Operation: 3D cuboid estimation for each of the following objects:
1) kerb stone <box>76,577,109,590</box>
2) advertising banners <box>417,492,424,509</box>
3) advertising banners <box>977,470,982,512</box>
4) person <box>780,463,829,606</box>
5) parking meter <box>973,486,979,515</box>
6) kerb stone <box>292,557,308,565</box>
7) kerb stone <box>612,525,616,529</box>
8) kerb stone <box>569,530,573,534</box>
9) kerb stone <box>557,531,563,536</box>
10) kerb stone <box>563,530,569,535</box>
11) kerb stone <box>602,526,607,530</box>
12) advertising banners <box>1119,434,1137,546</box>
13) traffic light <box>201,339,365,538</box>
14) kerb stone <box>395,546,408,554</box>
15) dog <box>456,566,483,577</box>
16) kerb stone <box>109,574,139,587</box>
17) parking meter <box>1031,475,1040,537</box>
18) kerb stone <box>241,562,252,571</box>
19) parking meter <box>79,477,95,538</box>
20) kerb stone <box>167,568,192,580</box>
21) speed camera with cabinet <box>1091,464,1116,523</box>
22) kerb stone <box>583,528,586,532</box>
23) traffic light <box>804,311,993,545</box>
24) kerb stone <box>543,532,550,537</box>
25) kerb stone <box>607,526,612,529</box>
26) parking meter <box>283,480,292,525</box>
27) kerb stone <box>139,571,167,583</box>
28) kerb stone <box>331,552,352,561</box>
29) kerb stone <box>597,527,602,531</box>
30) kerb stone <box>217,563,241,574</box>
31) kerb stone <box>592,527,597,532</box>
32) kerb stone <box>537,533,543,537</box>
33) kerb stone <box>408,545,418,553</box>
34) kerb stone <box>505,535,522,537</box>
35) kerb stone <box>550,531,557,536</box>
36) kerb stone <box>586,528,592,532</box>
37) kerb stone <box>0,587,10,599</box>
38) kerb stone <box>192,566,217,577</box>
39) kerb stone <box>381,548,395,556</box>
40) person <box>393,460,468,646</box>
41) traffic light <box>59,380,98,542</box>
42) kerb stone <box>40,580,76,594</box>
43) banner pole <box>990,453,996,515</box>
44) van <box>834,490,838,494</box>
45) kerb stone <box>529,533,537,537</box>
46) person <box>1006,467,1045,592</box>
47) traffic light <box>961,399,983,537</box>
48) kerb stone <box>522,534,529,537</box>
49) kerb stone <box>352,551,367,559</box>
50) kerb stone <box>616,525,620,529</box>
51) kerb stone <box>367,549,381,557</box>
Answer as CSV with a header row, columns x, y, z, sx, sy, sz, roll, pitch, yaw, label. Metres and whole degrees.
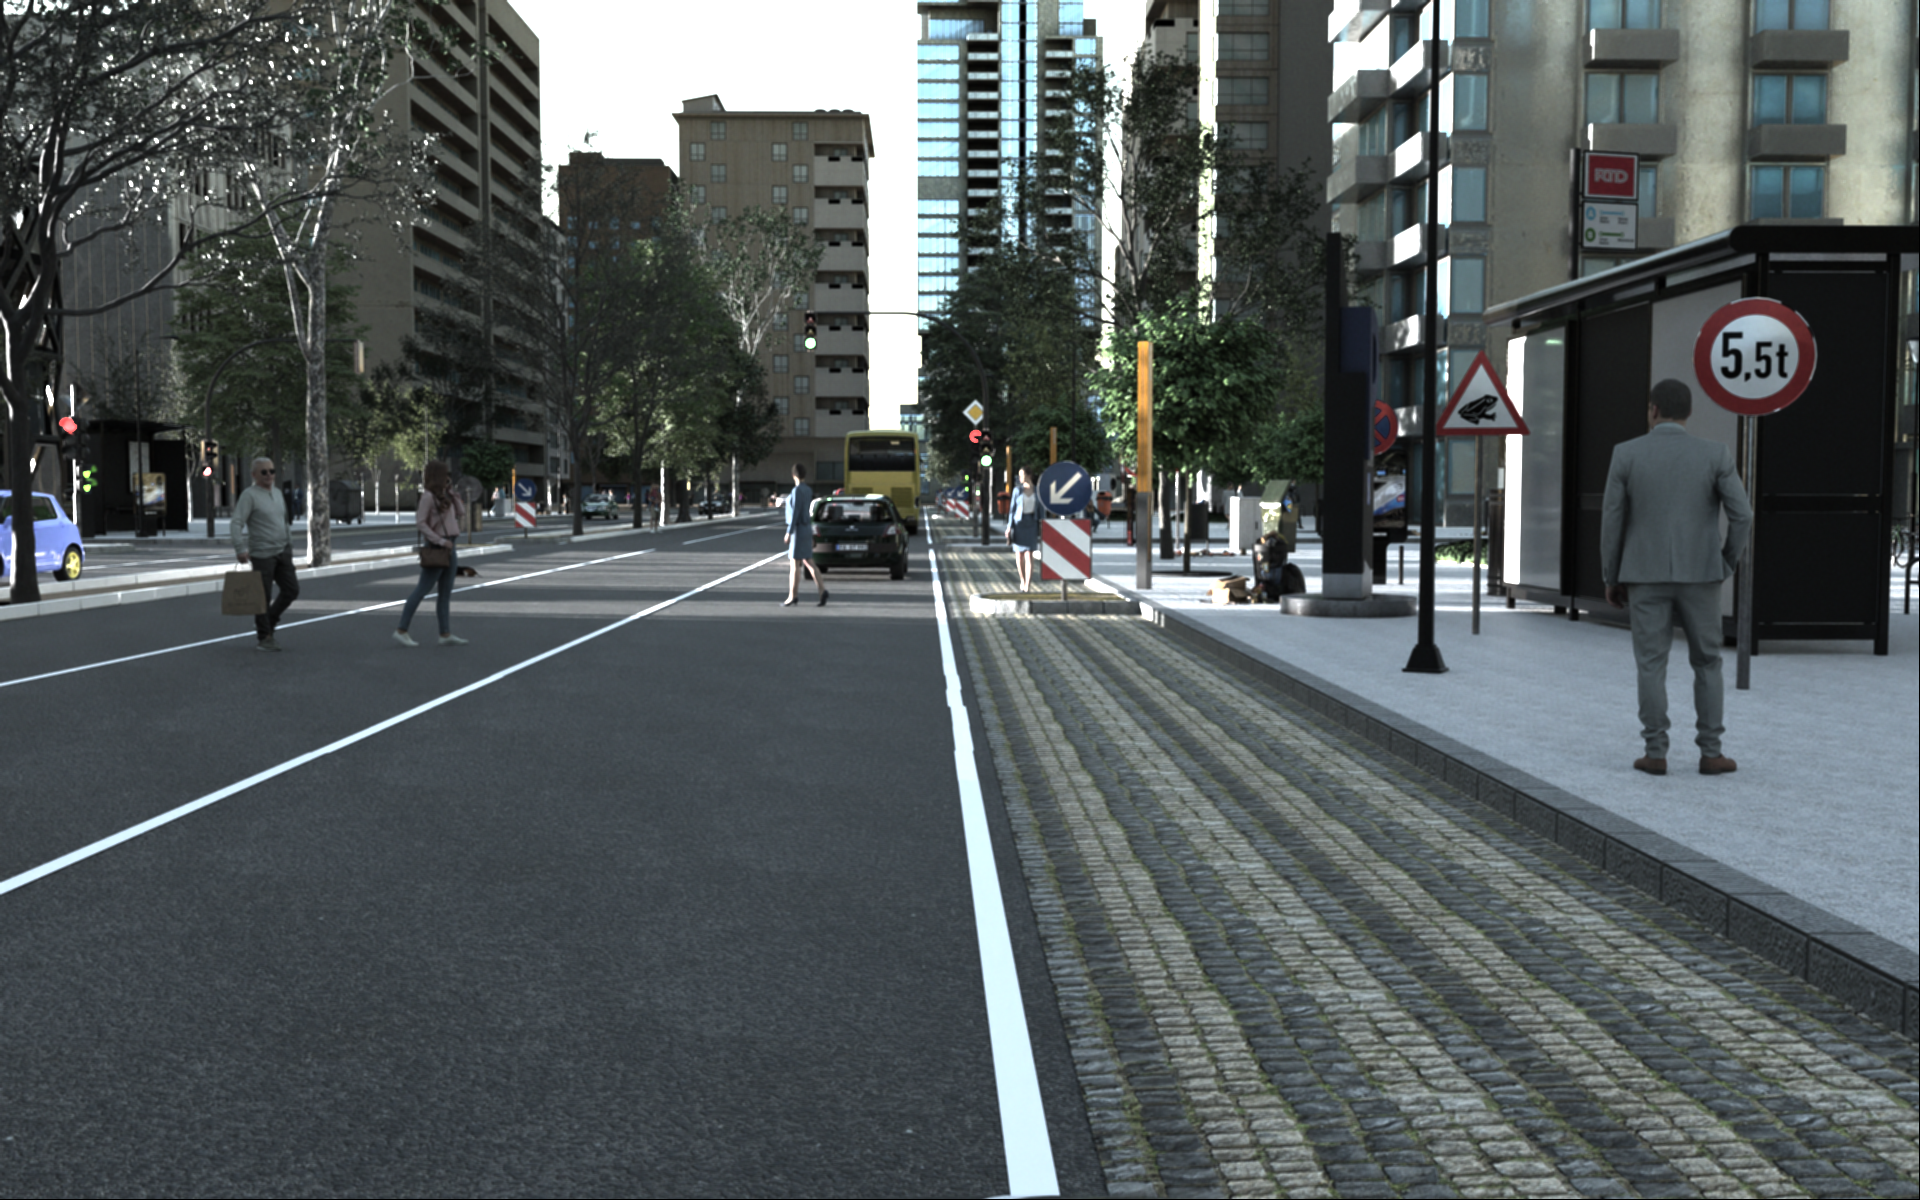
x,y,z,sx,sy,sz,roll,pitch,yaw,label
-13.124,-0.234,26.014,0.120,0.150,1.000,0,4,-1,kerb stone
-29.728,-6.134,96.470,0.090,3.025,2.074,1,4,10,advertising banners
1.521,-7.788,123.529,0.090,3.025,2.074,-2,4,-26,advertising banners
-1.995,-0.829,22.071,0.654,1.822,0.581,2,4,34,person
0.993,-6.186,106.860,0.255,1.863,0.399,-2,4,-28,parking meter
-13.334,-0.797,35.233,0.120,0.150,1.000,0,4,-1,kerb stone
-14.078,-2.899,69.594,0.120,0.150,1.000,0,4,-1,kerb stone
-13.895,-2.398,61.396,0.120,0.150,1.000,0,4,-1,kerb stone
-13.858,-2.272,59.346,0.120,0.150,1.000,0,4,-1,kerb stone
-13.883,-2.335,60.370,0.120,0.150,1.000,0,4,-1,kerb stone
-14.036,-2.774,67.550,0.120,0.150,1.000,0,4,-1,kerb stone
4.224,-2.852,42.823,0.090,3.025,2.074,-1,4,-10,advertising banners
-19.924,-4.662,50.897,4.771,5.953,1.251,0,4,-1,traffic light
-13.461,-1.165,41.371,0.120,0.150,1.000,0,4,-1,kerb stone
-8.634,-0.593,29.886,0.748,0.427,0.550,3,5,39,dog
-13.150,-0.296,27.036,0.120,0.150,1.000,0,4,-1,kerb stone
2.331,-2.836,52.079,0.255,1.863,0.399,3,5,41,parking meter
-13.255,-0.609,32.157,0.120,0.150,1.000,0,4,-1,kerb stone
-25.414,-2.732,50.381,0.255,1.863,0.399,3,5,40,parking meter
-13.204,-0.421,29.081,0.120,0.150,1.000,0,4,-1,kerb stone
6.234,-5.015,76.323,0.660,3.252,2.038,2,4,28,speed camera with cabinet
-13.944,-2.521,63.450,0.120,0.150,1.000,0,4,-1,kerb stone
-1.474,-4.188,43.149,4.771,5.953,1.251,0,4,-1,traffic light
-13.802,-2.146,57.294,0.120,0.150,1.000,0,4,-1,kerb stone
-14.049,-2.836,68.572,0.120,0.150,1.000,0,4,-1,kerb stone
-27.875,-4.035,71.688,0.399,1.863,0.255,-2,4,-28,parking meter
-13.169,-0.359,28.060,0.120,0.150,1.000,0,4,-1,kerb stone
-13.374,-0.923,37.280,0.120,0.150,1.000,0,4,-1,kerb stone
-14.016,-2.711,66.521,0.120,0.150,1.000,0,4,-1,kerb stone
-13.231,-0.546,31.125,0.120,0.150,1.000,0,4,-1,kerb stone
-13.992,-2.648,65.494,0.120,0.150,1.000,0,4,-1,kerb stone
-13.790,-2.083,56.272,0.120,0.150,1.000,0,4,-1,kerb stone
-13.481,-1.234,42.395,0.120,0.150,1.000,0,4,-1,kerb stone
-13.718,-1.893,53.198,0.120,0.150,1.000,0,4,-1,kerb stone
-13.835,-2.209,58.316,0.120,0.150,1.000,0,4,-1,kerb stone
-13.964,-2.579,64.472,0.120,0.150,1.000,0,4,-1,kerb stone
-13.080,-0.108,23.968,0.120,0.150,1.000,0,4,-1,kerb stone
-13.216,-0.484,30.103,0.120,0.150,1.000,0,4,-1,kerb stone
-13.443,-1.110,40.345,0.120,0.150,1.000,0,4,-1,kerb stone
-5.026,-0.447,16.407,0.643,1.750,0.593,0,4,4,person
-21.840,-3.297,42.834,0.839,4.253,0.868,0,4,-1,traffic light
-13.106,-0.171,24.992,0.120,0.150,1.000,0,4,-1,kerb stone
2.196,-7.122,106.458,0.863,3.779,0.401,0,4,5,banner pole
-13.426,-11.483,194.750,2.013,2.044,4.112,0,4,-1,van
-13.760,-2.021,55.245,0.120,0.150,1.000,0,4,-1,kerb stone
0.978,-1.008,24.998,0.581,1.822,0.654,1,4,16,person
0.442,-3.816,51.319,0.839,4.253,0.868,0,4,-1,traffic light
-13.740,-1.957,54.223,0.120,0.150,1.000,0,4,-1,kerb stone
-13.398,-0.982,38.302,0.120,0.150,1.000,0,4,-1,kerb stone
-14.097,-2.962,70.619,0.120,0.150,1.000,0,4,-1,kerb stone
-13.421,-1.048,39.323,0.120,0.150,1.000,0,4,-1,kerb stone
